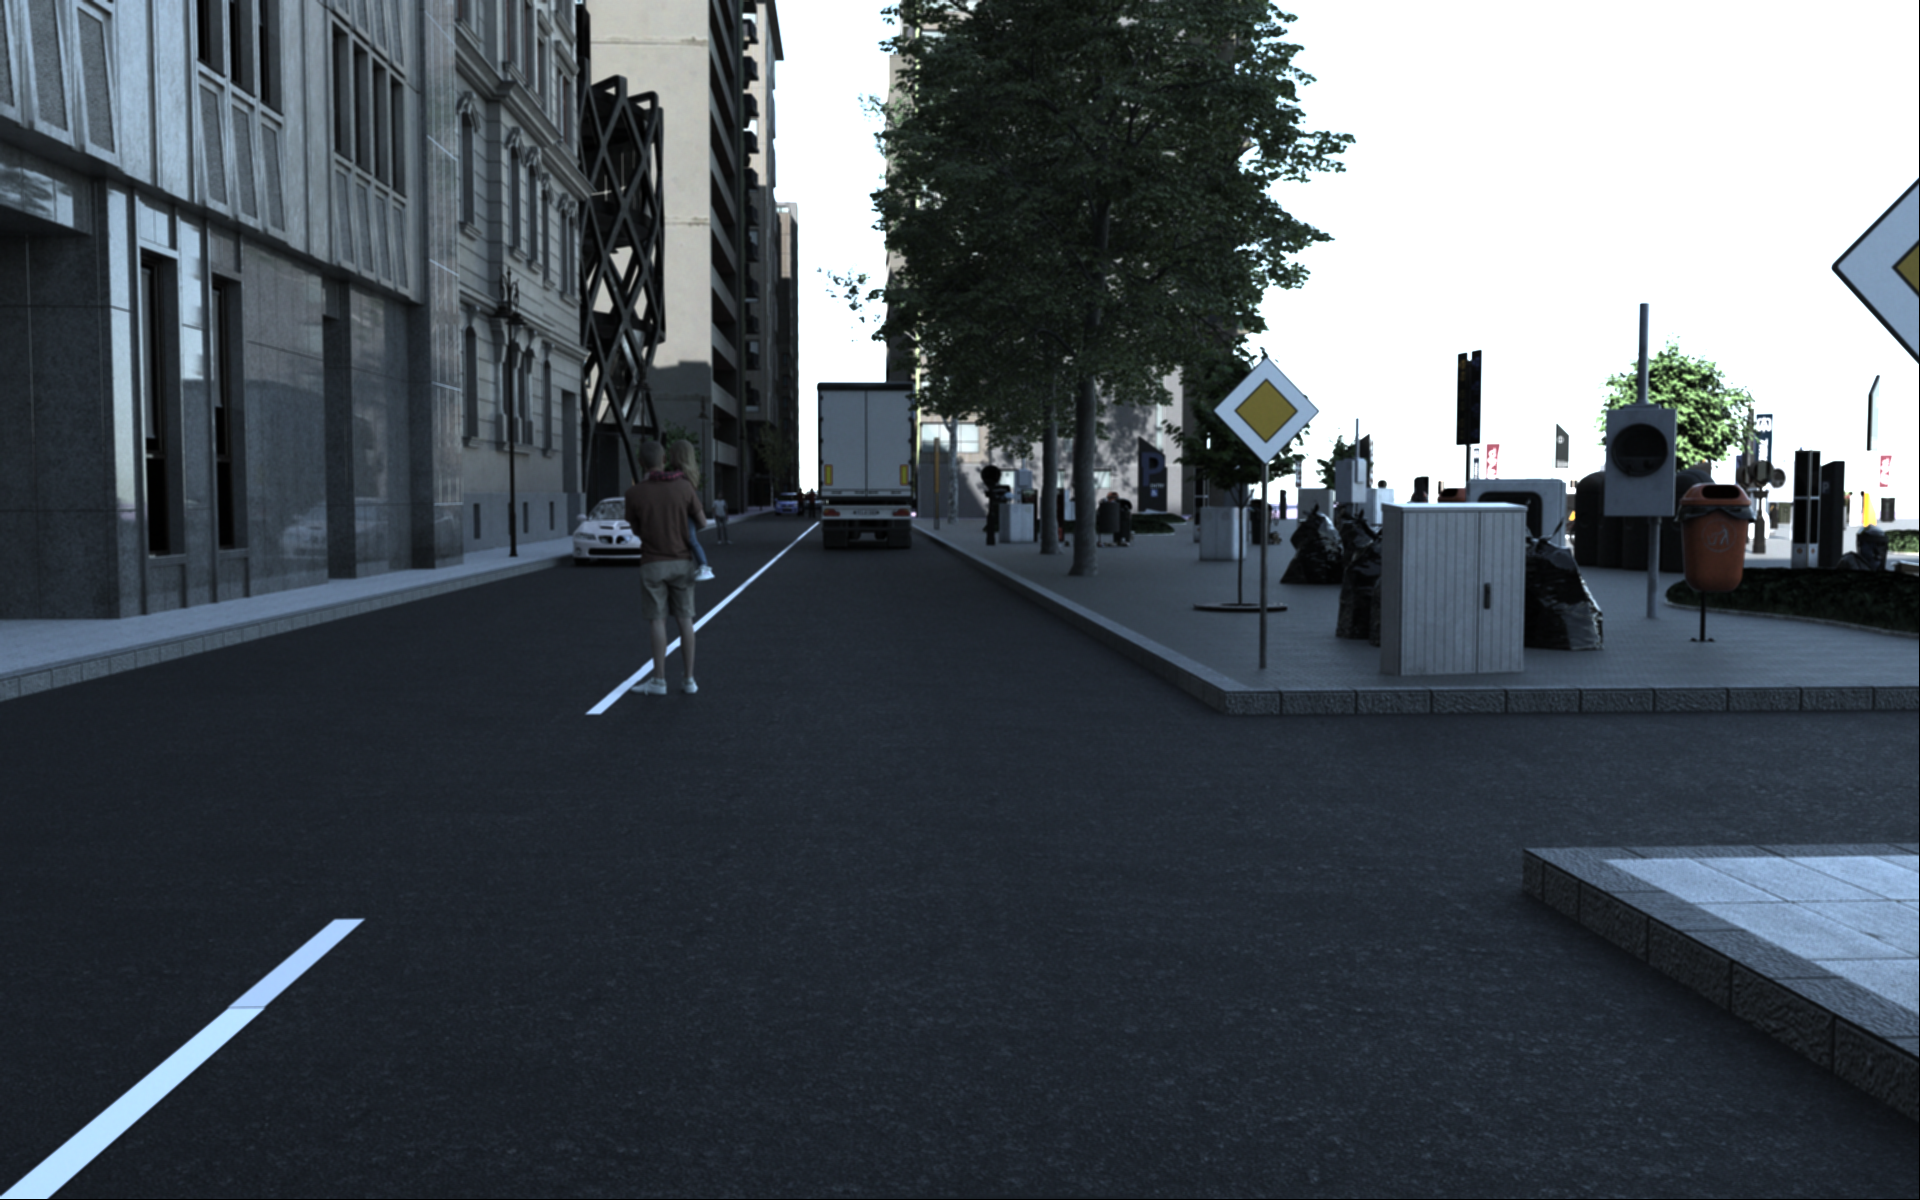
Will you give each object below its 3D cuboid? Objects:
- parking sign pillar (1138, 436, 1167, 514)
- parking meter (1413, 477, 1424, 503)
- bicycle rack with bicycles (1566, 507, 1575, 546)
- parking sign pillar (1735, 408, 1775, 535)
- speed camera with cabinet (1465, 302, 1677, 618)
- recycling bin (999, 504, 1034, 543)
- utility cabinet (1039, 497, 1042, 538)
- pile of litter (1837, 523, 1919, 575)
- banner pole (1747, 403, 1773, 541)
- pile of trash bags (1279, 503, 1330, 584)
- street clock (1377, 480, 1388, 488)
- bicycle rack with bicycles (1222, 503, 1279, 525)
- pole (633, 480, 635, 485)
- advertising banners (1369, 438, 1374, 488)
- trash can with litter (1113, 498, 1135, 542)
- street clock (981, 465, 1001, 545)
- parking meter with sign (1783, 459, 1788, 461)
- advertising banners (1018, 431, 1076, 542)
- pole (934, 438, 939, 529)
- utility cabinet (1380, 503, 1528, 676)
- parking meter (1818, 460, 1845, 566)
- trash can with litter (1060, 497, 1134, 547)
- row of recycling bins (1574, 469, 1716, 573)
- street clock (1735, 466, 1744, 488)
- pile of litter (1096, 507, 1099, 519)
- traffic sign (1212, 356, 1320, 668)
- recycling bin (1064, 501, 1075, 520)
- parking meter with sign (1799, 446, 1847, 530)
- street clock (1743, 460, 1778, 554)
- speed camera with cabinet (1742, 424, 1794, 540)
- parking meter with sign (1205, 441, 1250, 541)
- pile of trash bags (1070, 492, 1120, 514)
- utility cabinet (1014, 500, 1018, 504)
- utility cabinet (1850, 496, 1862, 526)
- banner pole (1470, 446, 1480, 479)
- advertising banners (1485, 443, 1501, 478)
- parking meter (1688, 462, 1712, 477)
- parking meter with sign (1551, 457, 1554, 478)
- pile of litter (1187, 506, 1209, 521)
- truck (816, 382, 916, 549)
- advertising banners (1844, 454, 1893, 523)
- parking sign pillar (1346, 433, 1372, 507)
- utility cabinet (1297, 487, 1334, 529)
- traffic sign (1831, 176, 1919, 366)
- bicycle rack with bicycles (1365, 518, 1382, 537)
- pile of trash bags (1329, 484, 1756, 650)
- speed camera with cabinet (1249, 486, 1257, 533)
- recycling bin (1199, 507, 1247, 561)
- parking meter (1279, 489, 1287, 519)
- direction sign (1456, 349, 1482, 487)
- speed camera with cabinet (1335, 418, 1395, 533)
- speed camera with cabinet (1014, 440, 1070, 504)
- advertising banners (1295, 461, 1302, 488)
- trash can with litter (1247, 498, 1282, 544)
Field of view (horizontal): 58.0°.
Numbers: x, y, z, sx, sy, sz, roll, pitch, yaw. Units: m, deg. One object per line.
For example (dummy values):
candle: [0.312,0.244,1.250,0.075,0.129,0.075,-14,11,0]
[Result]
parking sign pillar: [8.989,-5.648,80.813,1.447,3.967,1.447,-1,4,-14]
parking meter: [15.296,-3.186,57.795,0.255,1.863,0.399,0,4,-1]
bicycle rack with bicycles: [16.008,-2.033,46.626,2.852,0.926,2.925,0,4,6]
parking sign pillar: [25.041,-4.056,54.782,1.447,3.967,1.447,1,4,15]
speed camera with cabinet: [6.369,-1.453,18.088,2.038,3.252,0.660,1,4,23]
recycling bin: [1.487,-2.031,45.758,0.722,1.027,0.722,-1,4,-22]
utility cabinet: [2.650,-2.405,50.486,0.306,1.237,1.020,2,4,27]
pile of litter: [13.365,-0.669,24.902,1.719,0.858,1.176,-1,4,-12]
banner pole: [21.811,-3.510,47.401,0.401,3.779,0.863,-3,5,-43]
pile of trash bags: [6.004,-0.875,24.058,1.912,1.369,3.447,-2,4,-24]
street clock: [21.197,-5.040,86.972,0.471,2.002,0.358,-1,4,-18]
bicycle rack with bicycles: [11.808,-3.558,71.562,2.852,0.926,2.925,0,4,1]
pole: [-15.749,-5.508,83.892,0.158,3.312,0.155,0,3,0]
advertising banners: [13.350,-3.618,55.344,0.090,3.025,2.074,2,4,29]
trash can with litter: [4.289,-2.115,45.975,0.624,1.170,1.055,1,4,15]
street clock: [0.773,-2.383,43.526,0.471,2.002,0.358,-1,4,-11]
parking meter with sign: [41.516,-5.457,85.478,0.543,3.016,1.738,-2,4,-26]
advertising banners: [2.549,-3.080,46.542,2.074,3.025,0.090,-1,4,-17]
pole: [-0.842,-4.213,62.728,0.158,3.312,0.155,0,3,0]
utility cabinet: [3.551,-0.079,12.458,1.020,1.237,0.306,-1,4,-16]
parking meter: [15.192,-1.499,30.217,0.255,1.863,0.399,-1,4,-11]
trash can with litter: [3.276,-1.927,42.561,2.233,1.210,1.678,0,4,-4]
row of recycling bins: [11.660,-1.377,29.632,1.069,1.692,3.534,-1,4,-10]
street clock: [20.282,-2.459,44.775,0.471,2.002,0.358,-1,4,-22]
pile of litter: [5.863,-3.450,70.367,1.719,0.858,1.176,0,4,8]
traffic sign: [2.230,-0.554,12.707,0.795,2.450,0.064,0,4,-4]
recycling bin: [3.752,-2.920,60.299,0.722,1.027,0.722,-1,4,-13]
parking meter with sign: [31.140,-4.047,62.426,0.543,3.016,1.738,-2,4,-24]
street clock: [17.234,-2.002,37.298,0.471,2.002,0.358,0,4,-3]
speed camera with cabinet: [22.893,-3.361,49.294,0.660,3.252,2.038,-2,4,-24]
parking meter with sign: [7.554,-3.118,47.238,1.738,3.016,0.543,1,4,15]
pile of trash bags: [6.108,-4.525,83.738,3.447,1.369,1.912,-1,4,-21]
utility cabinet: [2.970,-4.547,83.018,0.318,1.500,1.173,2,4,28]
utility cabinet: [36.734,-3.659,70.992,0.306,1.237,1.020,3,4,36]
banner pole: [24.505,-5.663,82.613,0.401,3.779,0.863,-2,4,-24]
advertising banners: [17.737,-3.908,60.080,2.074,3.025,0.090,3,5,42]
parking meter: [13.446,-1.580,31.543,0.399,1.863,0.255,-2,4,-25]
parking meter with sign: [27.005,-5.218,81.574,1.738,3.016,0.543,1,4,17]
pile of litter: [11.719,-4.230,83.125,1.719,0.858,1.176,1,4,23]
truck: [-2.576,-3.664,48.816,2.839,4.237,11.283,0,4,-2]
advertising banners: [40.239,-4.939,76.948,2.074,3.025,0.090,1,4,23]
parking sign pillar: [17.536,-5.392,76.632,1.447,3.967,1.447,2,4,33]
utility cabinet: [11.385,-2.865,55.522,1.173,1.500,0.318,3,5,42]
traffic sign: [2.729,-0.067,4.737,0.795,2.450,0.064,0,4,-4]
bicycle rack with bicycles: [10.371,-1.536,38.499,2.852,0.926,2.925,-3,5,-42]
pile of trash bags: [5.056,-0.323,15.038,3.447,1.369,1.912,0,4,8]
speed camera with cabinet: [9.443,-3.867,57.556,0.660,3.252,2.038,1,4,19]
recycling bin: [5.107,-1.288,33.620,0.722,1.027,0.722,2,4,30]
parking meter: [16.530,-4.905,88.608,0.372,1.533,0.369,0,3,0]
direction sign: [8.079,-2.175,27.560,0.379,3.537,0.876,0,4,-8]
speed camera with cabinet: [10.634,-3.127,45.456,2.038,3.252,0.660,-3,5,-44]
speed camera with cabinet: [3.029,-4.270,64.157,2.038,3.252,0.660,0,4,0]
advertising banners: [15.536,-4.922,76.661,2.074,3.025,0.090,-2,4,-28]
trash can with litter: [7.781,-2.017,44.357,0.624,1.170,1.055,3,5,39]
